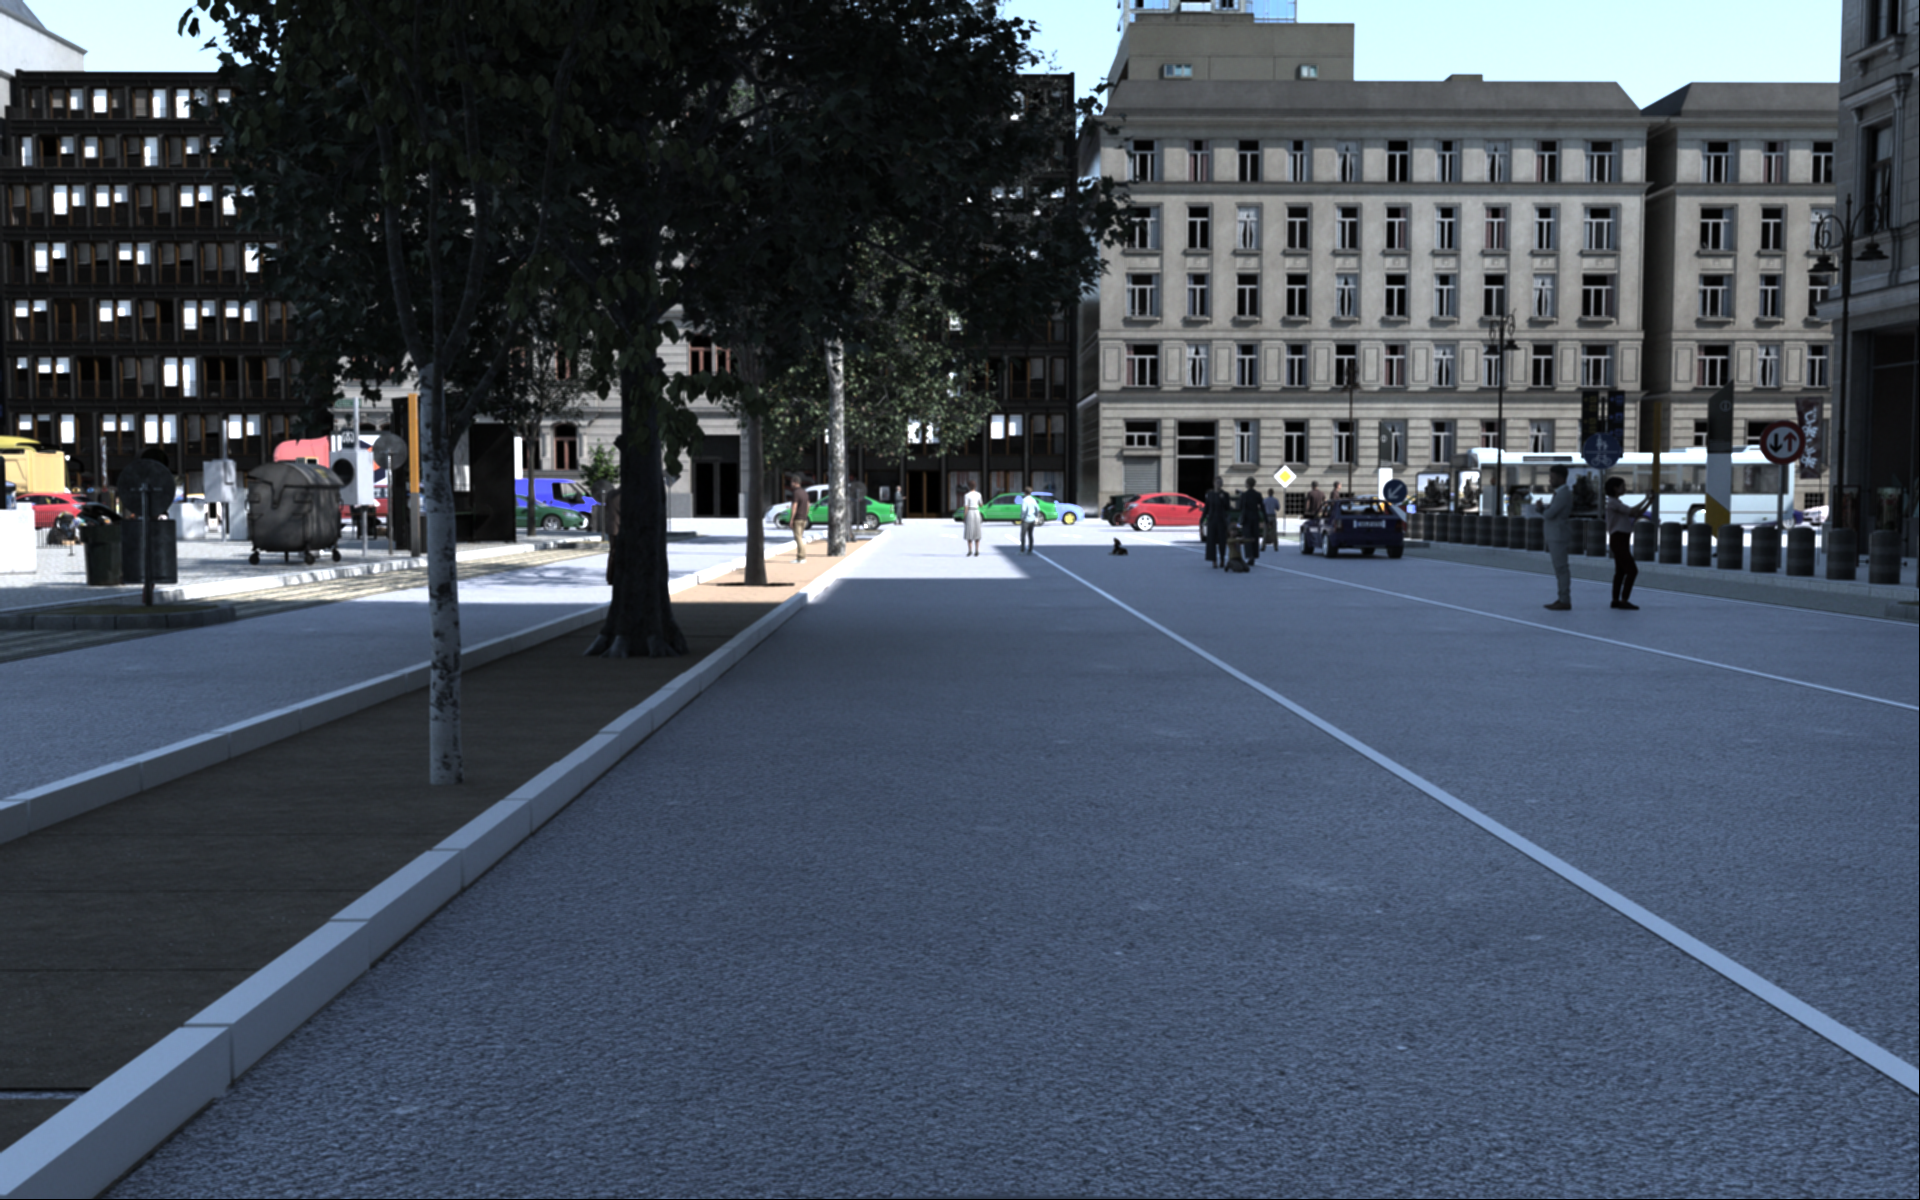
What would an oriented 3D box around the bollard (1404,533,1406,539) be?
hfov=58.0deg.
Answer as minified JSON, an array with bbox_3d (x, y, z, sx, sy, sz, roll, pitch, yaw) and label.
[{"bbox_3d":[12.908,-2.163,50.077,0.404,0.777,0.398,0,3,0],"label":"bollard"}]

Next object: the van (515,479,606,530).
[{"bbox_3d":[-16.617,-3.938,68.776,5.245,2.365,2.240,0,4,-2],"label":"van"}]

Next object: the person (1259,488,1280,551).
[{"bbox_3d":[7.795,-2.021,43.614,0.516,1.574,0.319,0,4,4],"label":"person"}]

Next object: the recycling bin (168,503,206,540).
[{"bbox_3d":[-21.959,-2.241,49.196,0.722,1.027,0.722,2,4,34],"label":"recycling bin"}]

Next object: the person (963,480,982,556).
[{"bbox_3d":[0.277,-1.889,39.959,0.480,1.755,0.524,-1,4,-23],"label":"person"}]

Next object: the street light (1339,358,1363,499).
[{"bbox_3d":[13.330,-5.280,59.122,0.468,5.910,1.993,0,4,-1],"label":"street light"}]

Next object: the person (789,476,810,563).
[{"bbox_3d":[-3.370,-1.671,35.942,0.434,1.807,0.598,2,4,35],"label":"person"}]

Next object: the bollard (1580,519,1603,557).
[{"bbox_3d":[13.097,-1.279,35.629,0.404,0.777,0.398,0,3,0],"label":"bollard"}]

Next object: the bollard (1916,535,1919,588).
[{"bbox_3d":[13.248,-0.541,23.556,0.404,0.777,0.398,0,3,0],"label":"bollard"}]

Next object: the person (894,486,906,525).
[{"bbox_3d":[-2.765,-4.359,79.941,0.590,1.801,0.661,0,4,2],"label":"person"}]

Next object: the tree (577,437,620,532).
[{"bbox_3d":[-12.343,-3.955,59.261,1.663,3.219,1.824,0,3,0],"label":"tree"}]

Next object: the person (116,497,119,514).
[{"bbox_3d":[-32.143,-3.253,65.940,0.590,1.304,0.306,2,4,34],"label":"person"}]

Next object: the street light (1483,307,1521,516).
[{"bbox_3d":[13.431,-4.299,43.078,0.468,5.910,1.993,0,4,-1],"label":"street light"}]

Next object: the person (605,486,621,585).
[{"bbox_3d":[-5.299,-1.105,27.257,0.565,1.739,0.600,-1,4,-10],"label":"person"}]

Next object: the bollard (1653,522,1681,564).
[{"bbox_3d":[13.141,-1.058,32.020,0.404,0.777,0.398,0,3,0],"label":"bollard"}]

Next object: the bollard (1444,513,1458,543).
[{"bbox_3d":[12.971,-1.868,45.254,0.404,0.777,0.398,0,3,0],"label":"bollard"}]

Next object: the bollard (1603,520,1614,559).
[{"bbox_3d":[13.113,-1.206,34.428,0.404,0.777,0.398,0,3,0],"label":"bollard"}]

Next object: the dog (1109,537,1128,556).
[{"bbox_3d":[3.692,-1.258,40.765,0.550,0.427,0.748,1,4,17],"label":"dog"}]

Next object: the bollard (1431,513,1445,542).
[{"bbox_3d":[12.956,-1.941,46.456,0.404,0.777,0.398,0,3,0],"label":"bollard"}]

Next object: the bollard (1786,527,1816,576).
[{"bbox_3d":[13.202,-0.763,27.191,0.404,0.777,0.398,0,3,0],"label":"bollard"}]

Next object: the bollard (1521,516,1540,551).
[{"bbox_3d":[13.046,-1.499,39.234,0.404,0.777,0.398,0,3,0],"label":"bollard"}]

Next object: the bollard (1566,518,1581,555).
[{"bbox_3d":[13.080,-1.353,36.831,0.404,0.777,0.398,0,3,0],"label":"bollard"}]

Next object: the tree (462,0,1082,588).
[{"bbox_3d":[-3.140,-6.943,26.346,12.009,13.543,11.850,0,3,0],"label":"tree"}]

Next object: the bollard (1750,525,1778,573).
[{"bbox_3d":[13.184,-0.837,28.397,0.404,0.777,0.398,0,3,0],"label":"bollard"}]

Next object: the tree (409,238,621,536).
[{"bbox_3d":[-13.208,-7.210,52.296,8.767,10.594,7.601,1,4,14],"label":"tree"}]

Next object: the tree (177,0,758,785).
[{"bbox_3d":[-2.491,-3.378,8.054,4.737,8.622,4.395,0,3,0],"label":"tree"}]

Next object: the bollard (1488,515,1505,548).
[{"bbox_3d":[13.015,-1.646,41.637,0.404,0.777,0.398,0,3,0],"label":"bollard"}]

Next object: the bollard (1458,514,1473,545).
[{"bbox_3d":[12.986,-1.794,44.053,0.404,0.777,0.398,0,3,0],"label":"bollard"}]

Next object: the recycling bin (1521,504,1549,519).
[{"bbox_3d":[14.768,-1.940,44.266,0.722,1.027,0.722,0,4,7],"label":"recycling bin"}]

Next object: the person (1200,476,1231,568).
[{"bbox_3d":[4.971,-1.509,33.601,0.576,1.772,0.534,0,4,-3],"label":"person"}]

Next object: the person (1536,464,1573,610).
[{"bbox_3d":[7.391,-0.788,21.567,0.466,1.800,0.511,0,4,3],"label":"person"}]

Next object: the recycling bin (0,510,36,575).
[{"bbox_3d":[-15.372,-0.938,27.889,0.722,1.027,0.722,-3,5,-42],"label":"recycling bin"}]

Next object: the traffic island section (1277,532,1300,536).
[{"bbox_3d":[11.260,-2.308,60.014,2.009,0.180,2.903,0,4,-1],"label":"traffic island section"}]

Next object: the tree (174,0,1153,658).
[{"bbox_3d":[-2.854,-5.859,15.259,9.611,12.733,9.660,0,3,0],"label":"tree"}]

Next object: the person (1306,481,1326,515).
[{"bbox_3d":[10.101,-2.476,49.118,0.598,1.807,0.434,0,4,7],"label":"person"}]

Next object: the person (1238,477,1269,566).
[{"bbox_3d":[5.887,-1.583,34.811,0.576,1.772,0.534,-2,4,-34],"label":"person"}]

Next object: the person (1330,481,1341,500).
[{"bbox_3d":[11.046,-2.578,50.770,0.434,1.807,0.598,1,4,21],"label":"person"}]

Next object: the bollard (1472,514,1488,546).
[{"bbox_3d":[13.005,-1.720,42.846,0.404,0.777,0.398,0,3,0],"label":"bollard"}]

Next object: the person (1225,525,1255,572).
[{"bbox_3d":[5.120,-0.936,31.730,0.347,0.859,0.695,-2,4,-26],"label":"person"}]

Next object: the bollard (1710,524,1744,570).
[{"bbox_3d":[13.172,-0.911,29.613,0.404,0.777,0.398,0,3,0],"label":"bollard"}]

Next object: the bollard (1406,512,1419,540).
[{"bbox_3d":[12.925,-2.089,48.875,0.404,0.777,0.398,0,3,0],"label":"bollard"}]

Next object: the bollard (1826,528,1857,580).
[{"bbox_3d":[13.220,-0.688,25.971,0.404,0.777,0.398,0,3,0],"label":"bollard"}]

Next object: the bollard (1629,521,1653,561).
[{"bbox_3d":[13.126,-1.132,33.226,0.404,0.777,0.398,0,3,0],"label":"bollard"}]

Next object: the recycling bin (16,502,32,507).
[{"bbox_3d":[-28.561,-2.446,52.548,0.722,1.027,0.722,-2,4,-25],"label":"recycling bin"}]

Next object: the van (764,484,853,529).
[{"bbox_3d":[-6.041,-3.958,71.728,4.112,2.044,2.013,0,4,-3],"label":"van"}]

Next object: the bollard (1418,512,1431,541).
[{"bbox_3d":[12.941,-2.015,47.657,0.404,0.777,0.398,0,3,0],"label":"bollard"}]

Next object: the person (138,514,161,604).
[{"bbox_3d":[-9.542,-0.490,20.428,0.435,1.345,0.340,2,4,25],"label":"person"}]

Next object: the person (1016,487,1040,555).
[{"bbox_3d":[1.599,-1.864,40.784,0.589,1.601,0.330,-2,4,-33],"label":"person"}]

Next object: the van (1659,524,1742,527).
[{"bbox_3d":[31.924,-4.142,74.737,4.112,2.044,2.013,0,4,0],"label":"van"}]

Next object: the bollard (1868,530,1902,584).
[{"bbox_3d":[13.231,-0.615,24.769,0.404,0.777,0.398,0,3,0],"label":"bollard"}]

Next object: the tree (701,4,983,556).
[{"bbox_3d":[-4.054,-11.107,39.950,12.611,20.169,13.585,0,3,0],"label":"tree"}]

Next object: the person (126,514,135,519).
[{"bbox_3d":[-35.415,-3.505,74.099,0.655,0.850,0.859,1,4,12],"label":"person"}]

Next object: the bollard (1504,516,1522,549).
[{"bbox_3d":[13.031,-1.573,40.435,0.404,0.777,0.398,0,3,0],"label":"bollard"}]

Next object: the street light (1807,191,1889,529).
[{"bbox_3d":[13.667,-3.303,26.799,0.468,5.910,1.993,0,4,-1],"label":"street light"}]

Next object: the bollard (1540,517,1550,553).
[{"bbox_3d":[13.064,-1.426,38.032,0.404,0.777,0.398,0,3,0],"label":"bollard"}]

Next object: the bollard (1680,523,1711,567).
[{"bbox_3d":[13.156,-0.985,30.815,0.404,0.777,0.398,0,3,0],"label":"bollard"}]

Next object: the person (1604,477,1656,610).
[{"bbox_3d":[8.358,-0.715,21.647,0.517,1.644,0.566,-2,4,-23],"label":"person"}]
